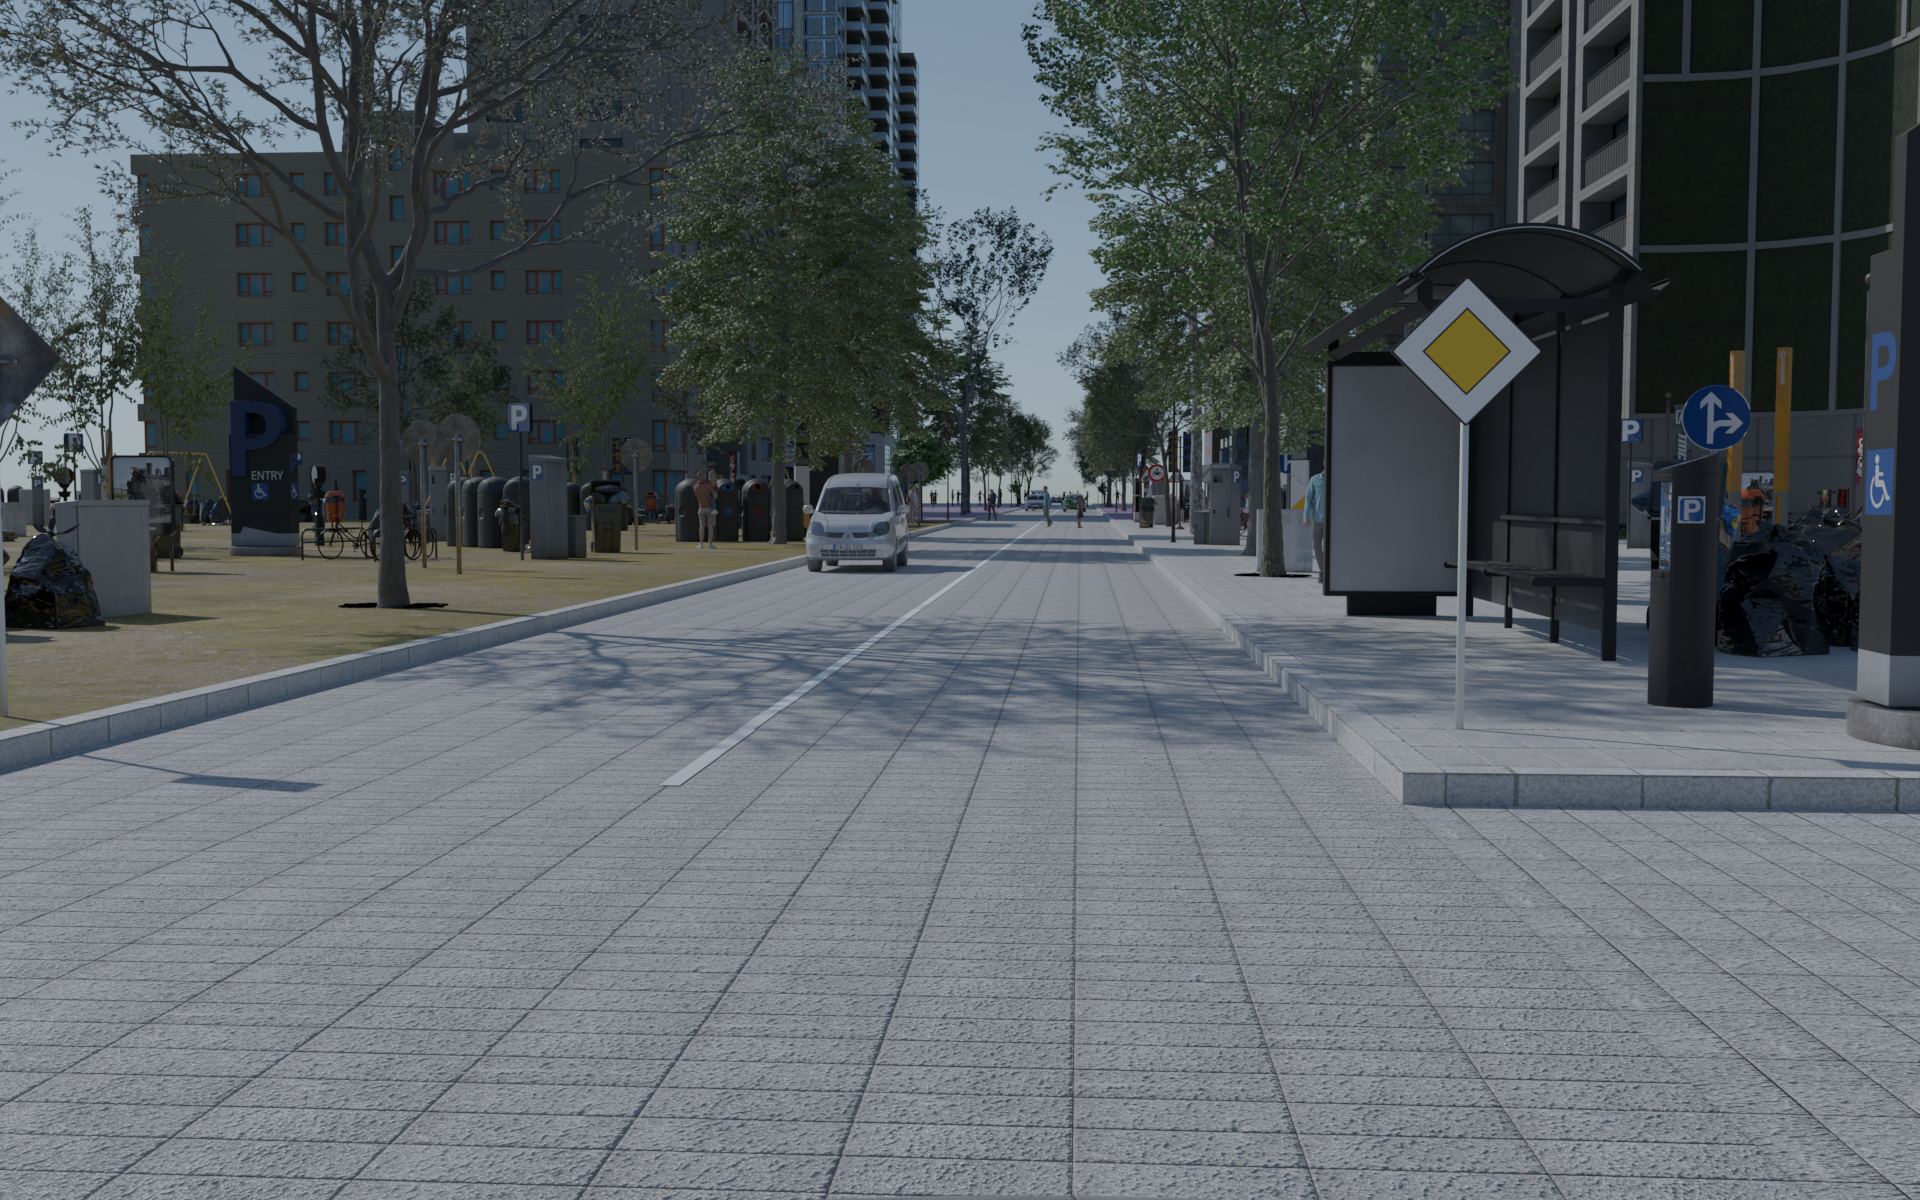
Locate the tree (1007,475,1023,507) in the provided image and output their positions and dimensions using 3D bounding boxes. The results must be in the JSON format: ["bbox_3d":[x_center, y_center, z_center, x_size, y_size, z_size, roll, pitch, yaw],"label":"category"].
[{"bbox_3d":[5.678,-11.167,177.176,1.663,3.219,1.824,0,3,0],"label":"tree"}]

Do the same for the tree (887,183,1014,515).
[{"bbox_3d":[-0.884,-15.329,106.515,12.611,20.169,13.585,0,3,0],"label":"tree"}]

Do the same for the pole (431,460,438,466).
[{"bbox_3d":[-16.796,-3.762,55.358,0.158,3.312,0.155,0,3,0],"label":"pole"}]

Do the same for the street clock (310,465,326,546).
[{"bbox_3d":[-15.864,-2.341,42.853,0.358,2.002,0.471,-3,5,-40],"label":"street clock"}]

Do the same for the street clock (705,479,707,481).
[{"bbox_3d":[-12.548,-4.919,84.998,0.358,2.002,0.471,0,4,-6],"label":"street clock"}]

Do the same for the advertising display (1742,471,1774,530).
[{"bbox_3d":[22.659,-2.697,49.315,0.974,1.923,0.123,2,4,32],"label":"advertising display"}]

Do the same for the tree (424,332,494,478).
[{"bbox_3d":[-22.524,-7.870,79.029,4.737,8.622,4.395,0,3,0],"label":"tree"}]

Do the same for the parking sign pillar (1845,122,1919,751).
[{"bbox_3d":[5.416,-1.249,8.888,1.447,3.967,1.447,0,4,7],"label":"parking sign pillar"}]

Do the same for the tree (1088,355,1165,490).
[{"bbox_3d":[8.993,-8.551,90.178,4.360,8.622,3.978,0,3,0],"label":"tree"}]

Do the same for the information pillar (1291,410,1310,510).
[{"bbox_3d":[8.379,-3.143,42.740,0.504,3.616,0.183,3,5,44],"label":"information pillar"}]

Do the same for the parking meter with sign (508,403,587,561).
[{"bbox_3d":[-8.071,-2.313,34.087,0.543,3.016,1.738,2,4,27],"label":"parking meter with sign"}]

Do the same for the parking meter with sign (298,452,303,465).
[{"bbox_3d":[-27.977,-4.654,72.349,0.543,3.016,1.738,-3,4,-37],"label":"parking meter with sign"}]

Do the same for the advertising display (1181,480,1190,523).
[{"bbox_3d":[10.062,-4.399,77.145,0.123,1.923,0.974,2,4,29],"label":"advertising display"}]

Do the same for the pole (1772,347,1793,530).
[{"bbox_3d":[11.480,-1.857,24.199,0.158,3.312,0.155,0,3,0],"label":"pole"}]

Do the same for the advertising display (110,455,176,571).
[{"bbox_3d":[-13.514,-1.435,28.673,0.974,1.923,0.123,0,4,-7],"label":"advertising display"}]

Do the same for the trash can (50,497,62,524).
[{"bbox_3d":[-38.671,-3.801,73.804,0.748,1.137,0.748,0,3,0],"label":"trash can"}]

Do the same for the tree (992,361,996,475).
[{"bbox_3d":[-3.503,-8.467,56.562,7.486,12.596,7.792,0,3,0],"label":"tree"}]

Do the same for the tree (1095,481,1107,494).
[{"bbox_3d":[17.847,-13.524,215.722,1.663,3.219,1.824,0,3,0],"label":"tree"}]

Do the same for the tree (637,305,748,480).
[{"bbox_3d":[-10.049,-7.003,64.868,4.360,8.622,3.978,0,3,0],"label":"tree"}]

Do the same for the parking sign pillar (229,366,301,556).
[{"bbox_3d":[-14.589,-2.925,36.293,1.447,3.967,1.447,0,4,4],"label":"parking sign pillar"}]

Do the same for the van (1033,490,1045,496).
[{"bbox_3d":[7.990,-10.270,174.923,2.013,2.044,4.112,0,4,3],"label":"van"}]

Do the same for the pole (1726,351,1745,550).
[{"bbox_3d":[11.065,-1.890,24.738,0.158,3.312,0.155,0,3,0],"label":"pole"}]

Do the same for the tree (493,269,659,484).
[{"bbox_3d":[-11.733,-6.462,56.019,4.737,8.622,4.395,0,3,0],"label":"tree"}]

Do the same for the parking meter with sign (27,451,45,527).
[{"bbox_3d":[-36.830,-4.454,69.091,0.543,3.016,1.738,-2,4,-29],"label":"parking meter with sign"}]

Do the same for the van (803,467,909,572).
[{"bbox_3d":[-1.932,-1.606,33.276,2.013,2.044,4.112,0,4,3],"label":"van"}]

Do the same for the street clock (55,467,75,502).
[{"bbox_3d":[-24.074,-2.570,46.582,0.471,2.002,0.358,-3,5,-43],"label":"street clock"}]

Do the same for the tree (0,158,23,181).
[{"bbox_3d":[-21.160,-5.360,37.994,4.360,8.622,3.978,0,3,0],"label":"tree"}]

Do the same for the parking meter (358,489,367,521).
[{"bbox_3d":[-28.160,-4.476,81.599,0.372,1.533,0.369,0,3,0],"label":"parking meter"}]

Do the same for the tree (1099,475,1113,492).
[{"bbox_3d":[18.376,-15.936,210.914,4.737,8.622,4.395,0,3,0],"label":"tree"}]

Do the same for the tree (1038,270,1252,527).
[{"bbox_3d":[8.158,-8.165,67.912,8.767,10.594,7.601,0,4,-8],"label":"tree"}]

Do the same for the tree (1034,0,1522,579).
[{"bbox_3d":[4.703,-6.166,26.570,9.928,11.665,9.643,0,3,0],"label":"tree"}]

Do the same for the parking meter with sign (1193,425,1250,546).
[{"bbox_3d":[6.650,-2.882,43.387,1.738,3.016,0.543,3,5,43],"label":"parking meter with sign"}]

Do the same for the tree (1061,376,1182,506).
[{"bbox_3d":[13.830,-14.491,147.294,12.009,13.543,11.850,0,3,0],"label":"tree"}]

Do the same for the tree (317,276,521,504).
[{"bbox_3d":[-21.537,-8.213,68.698,8.767,10.594,7.601,0,4,-4],"label":"tree"}]

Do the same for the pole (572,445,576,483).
[{"bbox_3d":[-16.119,-4.812,72.516,0.158,3.312,0.155,0,3,0],"label":"pole"}]

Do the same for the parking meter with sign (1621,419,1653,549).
[{"bbox_3d":[16.121,-2.729,40.885,0.543,3.016,1.738,3,5,42],"label":"parking meter with sign"}]

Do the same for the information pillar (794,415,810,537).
[{"bbox_3d":[-4.678,-3.670,51.351,0.504,3.616,0.183,-3,4,-36],"label":"information pillar"}]

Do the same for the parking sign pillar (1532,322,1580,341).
[{"bbox_3d":[7.095,-1.985,20.930,1.447,3.967,1.447,-1,4,-19],"label":"parking sign pillar"}]

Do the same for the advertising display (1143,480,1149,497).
[{"bbox_3d":[9.029,-4.656,81.332,0.974,1.923,0.123,3,5,45],"label":"advertising display"}]

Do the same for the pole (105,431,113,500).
[{"bbox_3d":[-27.367,-3.788,55.771,0.158,3.312,0.155,0,3,0],"label":"pole"}]

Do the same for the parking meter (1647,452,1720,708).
[{"bbox_3d":[4.388,-0.128,10.510,0.372,1.533,0.369,0,3,0],"label":"parking meter"}]

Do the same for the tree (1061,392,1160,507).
[{"bbox_3d":[14.578,-15.416,169.061,9.611,12.733,9.660,0,3,0],"label":"tree"}]

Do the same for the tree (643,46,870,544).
[{"bbox_3d":[-4.521,-7.732,44.538,7.486,12.596,7.792,0,3,0],"label":"tree"}]

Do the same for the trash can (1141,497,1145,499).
[{"bbox_3d":[8.349,-3.972,76.599,0.748,1.137,0.748,0,3,0],"label":"trash can"}]

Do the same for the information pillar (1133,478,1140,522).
[{"bbox_3d":[8.022,-4.519,78.383,0.304,2.012,0.304,0,4,-4],"label":"information pillar"}]

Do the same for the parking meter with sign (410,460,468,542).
[{"bbox_3d":[-13.964,-3.095,46.868,1.738,3.016,0.543,2,4,27],"label":"parking meter with sign"}]

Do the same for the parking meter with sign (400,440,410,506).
[{"bbox_3d":[-17.719,-3.576,54.730,0.543,3.016,1.738,-2,4,-29],"label":"parking meter with sign"}]

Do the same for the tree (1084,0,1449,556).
[{"bbox_3d":[6.251,-7.222,36.213,7.486,12.596,7.792,0,3,0],"label":"tree"}]

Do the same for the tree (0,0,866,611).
[{"bbox_3d":[-6.406,-6.647,19.041,12.009,13.543,11.850,0,3,0],"label":"tree"}]

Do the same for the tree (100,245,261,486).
[{"bbox_3d":[-23.610,-6.219,52.046,4.737,8.622,4.395,0,3,0],"label":"tree"}]

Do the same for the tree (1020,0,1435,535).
[{"bbox_3d":[8.664,-12.072,53.260,12.611,20.169,13.585,0,3,0],"label":"tree"}]

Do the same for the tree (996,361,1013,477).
[{"bbox_3d":[0.164,-12.293,119.118,7.486,12.596,7.792,0,3,0],"label":"tree"}]

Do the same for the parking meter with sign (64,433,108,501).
[{"bbox_3d":[-24.662,-3.244,49.292,1.738,3.016,0.543,2,4,29],"label":"parking meter with sign"}]

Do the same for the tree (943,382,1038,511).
[{"bbox_3d":[2.039,-12.179,133.537,8.767,10.594,7.601,0,4,8],"label":"tree"}]

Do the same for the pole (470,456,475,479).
[{"bbox_3d":[-23.411,-5.469,83.258,0.158,3.312,0.155,0,3,0],"label":"pole"}]

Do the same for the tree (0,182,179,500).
[{"bbox_3d":[-21.561,-5.669,43.054,4.360,8.622,3.978,0,3,0],"label":"tree"}]

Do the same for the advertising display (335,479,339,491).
[{"bbox_3d":[-27.442,-4.349,76.320,0.123,1.923,0.974,-1,4,-16],"label":"advertising display"}]

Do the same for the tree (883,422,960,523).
[{"bbox_3d":[-1.807,-5.758,77.853,4.285,4.588,4.351,0,3,0],"label":"tree"}]

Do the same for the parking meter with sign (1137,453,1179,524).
[{"bbox_3d":[8.549,-4.792,74.611,1.738,3.016,0.543,-1,4,-13],"label":"parking meter with sign"}]
